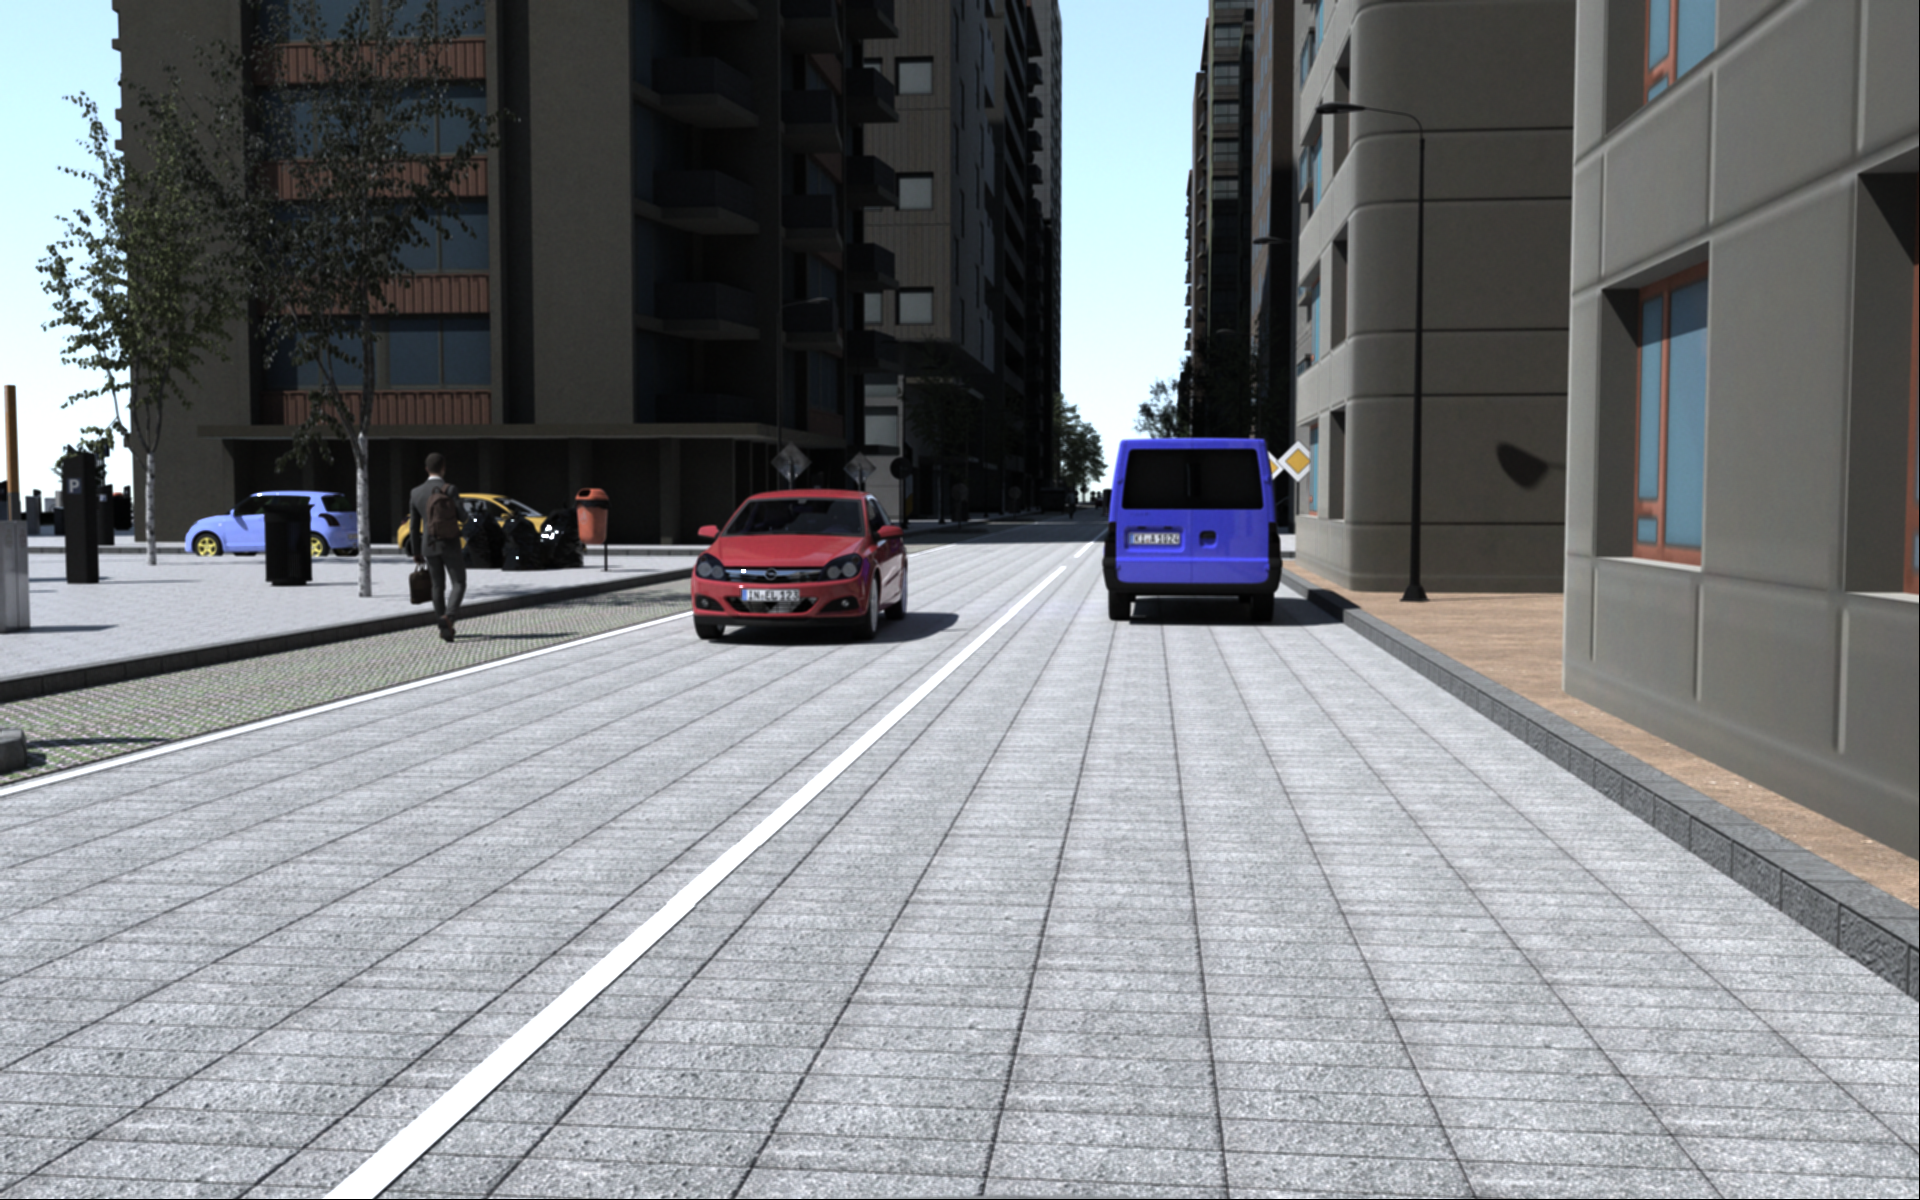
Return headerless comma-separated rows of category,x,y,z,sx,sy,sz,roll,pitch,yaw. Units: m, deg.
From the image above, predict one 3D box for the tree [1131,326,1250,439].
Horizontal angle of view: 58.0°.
tree,13.742,-9.946,97.021,8.767,10.594,7.601,0,4,7

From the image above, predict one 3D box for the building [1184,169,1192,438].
building,40.822,-35.093,228.399,22.147,44.769,28.867,0,4,6

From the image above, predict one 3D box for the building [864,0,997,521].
building,-12.380,-30.978,95.726,28.713,52.752,27.495,0,4,6

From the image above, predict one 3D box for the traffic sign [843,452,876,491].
traffic sign,-2.377,-2.289,41.075,0.795,2.450,0.064,0,4,6

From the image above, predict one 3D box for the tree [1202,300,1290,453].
tree,11.155,-7.114,66.682,4.737,8.622,4.395,0,3,0

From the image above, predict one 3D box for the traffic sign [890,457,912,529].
traffic sign,-2.055,-3.657,59.905,0.768,2.556,0.104,1,4,12

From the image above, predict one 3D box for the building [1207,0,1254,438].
building,24.688,-26.859,122.737,14.154,41.232,14.086,0,4,6

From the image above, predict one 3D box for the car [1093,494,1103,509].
car,14.019,-9.716,167.892,2.155,1.783,4.494,0,4,5

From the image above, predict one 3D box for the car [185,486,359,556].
car,-14.909,-1.717,37.666,3.694,1.707,1.945,0,4,7

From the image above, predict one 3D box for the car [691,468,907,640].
car,-1.619,-0.575,18.440,2.155,1.783,4.494,0,4,4

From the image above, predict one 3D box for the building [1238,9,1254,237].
building,24.055,-20.481,106.572,14.160,30.474,14.107,0,4,6

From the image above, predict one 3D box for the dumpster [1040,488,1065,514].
dumpster,6.609,-7.043,123.367,1.865,1.857,1.264,0,4,5

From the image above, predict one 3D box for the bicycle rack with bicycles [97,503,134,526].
bicycle rack with bicycles,-34.182,-3.485,70.367,2.925,0.926,2.852,-1,4,-17

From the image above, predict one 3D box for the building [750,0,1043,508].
building,-4.145,-30.516,153.562,22.147,44.769,28.867,0,4,6

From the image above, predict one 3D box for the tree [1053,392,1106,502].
tree,10.525,-16.798,192.766,7.486,12.596,7.792,0,3,0

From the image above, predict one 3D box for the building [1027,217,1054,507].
building,2.100,-24.660,174.898,14.160,30.474,14.107,0,4,6

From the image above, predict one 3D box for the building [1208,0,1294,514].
building,26.773,-29.810,137.507,14.600,45.320,14.200,0,4,6

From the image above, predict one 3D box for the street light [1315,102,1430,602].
street light,4.914,-2.942,20.651,1.470,5.913,1.316,0,4,6

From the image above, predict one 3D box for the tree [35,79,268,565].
tree,-14.691,-4.949,31.271,4.737,8.622,4.395,0,3,0

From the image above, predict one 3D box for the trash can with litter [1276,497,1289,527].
trash can with litter,12.395,-3.437,67.584,1.055,1.170,0.624,0,4,2

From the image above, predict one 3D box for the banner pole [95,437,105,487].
banner pole,-37.934,-5.289,76.488,0.863,3.779,0.401,2,4,33

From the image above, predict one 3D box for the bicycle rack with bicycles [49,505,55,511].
bicycle rack with bicycles,-55.135,-5.812,108.401,2.925,0.926,2.852,-1,4,-16

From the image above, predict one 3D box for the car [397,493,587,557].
car,-10.109,-1.674,37.593,3.980,1.641,2.015,0,4,6

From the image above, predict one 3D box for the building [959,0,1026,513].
building,-6.523,-30.814,127.504,21.300,48.544,21.600,0,4,6

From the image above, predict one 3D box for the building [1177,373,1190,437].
building,46.426,-25.227,257.502,27.650,21.520,28.899,0,4,6

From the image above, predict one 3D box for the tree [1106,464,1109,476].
tree,19.700,-21.647,272.049,7.486,12.596,7.792,0,3,0

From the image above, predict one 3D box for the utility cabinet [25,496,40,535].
utility cabinet,-29.582,-2.698,55.280,0.306,1.237,1.020,-1,4,-22

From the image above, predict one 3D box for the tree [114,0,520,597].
tree,-7.664,-4.340,21.317,4.360,8.622,3.978,0,3,0

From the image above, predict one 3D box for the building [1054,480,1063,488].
building,-3.671,-31.898,213.415,32.217,40.220,23.993,0,4,6

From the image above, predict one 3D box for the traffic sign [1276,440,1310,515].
traffic sign,6.253,-1.740,32.094,0.795,2.450,0.064,0,4,6

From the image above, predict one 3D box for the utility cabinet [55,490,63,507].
utility cabinet,-54.569,-5.914,105.375,0.318,1.500,1.173,0,4,1

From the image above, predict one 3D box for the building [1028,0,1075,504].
building,6.659,-49.924,254.510,20.563,71.187,20.611,0,4,6

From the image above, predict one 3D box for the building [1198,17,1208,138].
building,33.027,-30.816,158.469,22.147,44.769,28.867,0,4,6

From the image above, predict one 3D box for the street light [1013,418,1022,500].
street light,3.068,-8.145,105.708,1.470,5.913,1.316,0,4,6

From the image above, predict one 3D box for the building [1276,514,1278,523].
building,21.001,-26.306,80.218,14.600,45.320,14.200,0,4,6

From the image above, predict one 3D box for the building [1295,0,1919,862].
building,18.291,-10.396,15.009,27.650,21.520,28.899,0,4,6

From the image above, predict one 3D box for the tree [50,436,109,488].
tree,-29.345,-3.883,58.095,1.663,3.219,1.824,0,3,0

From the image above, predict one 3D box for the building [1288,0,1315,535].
building,20.883,-26.112,50.638,21.600,48.544,21.300,0,4,6

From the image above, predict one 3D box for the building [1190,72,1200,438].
building,31.186,-32.434,180.399,14.600,45.320,14.200,0,4,6

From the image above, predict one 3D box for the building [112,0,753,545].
building,-13.996,-24.562,56.207,22.147,44.769,28.867,0,4,6

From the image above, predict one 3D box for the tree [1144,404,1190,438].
tree,24.907,-16.593,197.050,9.928,11.665,9.643,0,3,0

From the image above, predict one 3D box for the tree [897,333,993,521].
tree,-0.871,-7.836,78.488,4.737,8.622,4.395,0,3,0

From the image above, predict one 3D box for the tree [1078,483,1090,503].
tree,18.913,-16.391,262.596,1.663,3.219,1.824,0,3,0

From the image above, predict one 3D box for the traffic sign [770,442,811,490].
traffic sign,-3.234,-1.804,33.136,0.795,2.450,0.064,0,4,6

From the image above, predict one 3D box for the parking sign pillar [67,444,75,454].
parking sign pillar,-47.541,-6.398,93.084,1.447,3.967,1.447,2,4,25

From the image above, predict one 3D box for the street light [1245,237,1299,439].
street light,5.985,-3.600,31.394,1.470,5.913,1.316,0,4,6

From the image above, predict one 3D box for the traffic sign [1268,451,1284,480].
traffic sign,7.110,-2.226,40.034,0.795,2.450,0.064,0,4,6

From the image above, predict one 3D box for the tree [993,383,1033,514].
tree,2.606,-9.932,112.756,4.737,8.622,4.395,0,3,0
